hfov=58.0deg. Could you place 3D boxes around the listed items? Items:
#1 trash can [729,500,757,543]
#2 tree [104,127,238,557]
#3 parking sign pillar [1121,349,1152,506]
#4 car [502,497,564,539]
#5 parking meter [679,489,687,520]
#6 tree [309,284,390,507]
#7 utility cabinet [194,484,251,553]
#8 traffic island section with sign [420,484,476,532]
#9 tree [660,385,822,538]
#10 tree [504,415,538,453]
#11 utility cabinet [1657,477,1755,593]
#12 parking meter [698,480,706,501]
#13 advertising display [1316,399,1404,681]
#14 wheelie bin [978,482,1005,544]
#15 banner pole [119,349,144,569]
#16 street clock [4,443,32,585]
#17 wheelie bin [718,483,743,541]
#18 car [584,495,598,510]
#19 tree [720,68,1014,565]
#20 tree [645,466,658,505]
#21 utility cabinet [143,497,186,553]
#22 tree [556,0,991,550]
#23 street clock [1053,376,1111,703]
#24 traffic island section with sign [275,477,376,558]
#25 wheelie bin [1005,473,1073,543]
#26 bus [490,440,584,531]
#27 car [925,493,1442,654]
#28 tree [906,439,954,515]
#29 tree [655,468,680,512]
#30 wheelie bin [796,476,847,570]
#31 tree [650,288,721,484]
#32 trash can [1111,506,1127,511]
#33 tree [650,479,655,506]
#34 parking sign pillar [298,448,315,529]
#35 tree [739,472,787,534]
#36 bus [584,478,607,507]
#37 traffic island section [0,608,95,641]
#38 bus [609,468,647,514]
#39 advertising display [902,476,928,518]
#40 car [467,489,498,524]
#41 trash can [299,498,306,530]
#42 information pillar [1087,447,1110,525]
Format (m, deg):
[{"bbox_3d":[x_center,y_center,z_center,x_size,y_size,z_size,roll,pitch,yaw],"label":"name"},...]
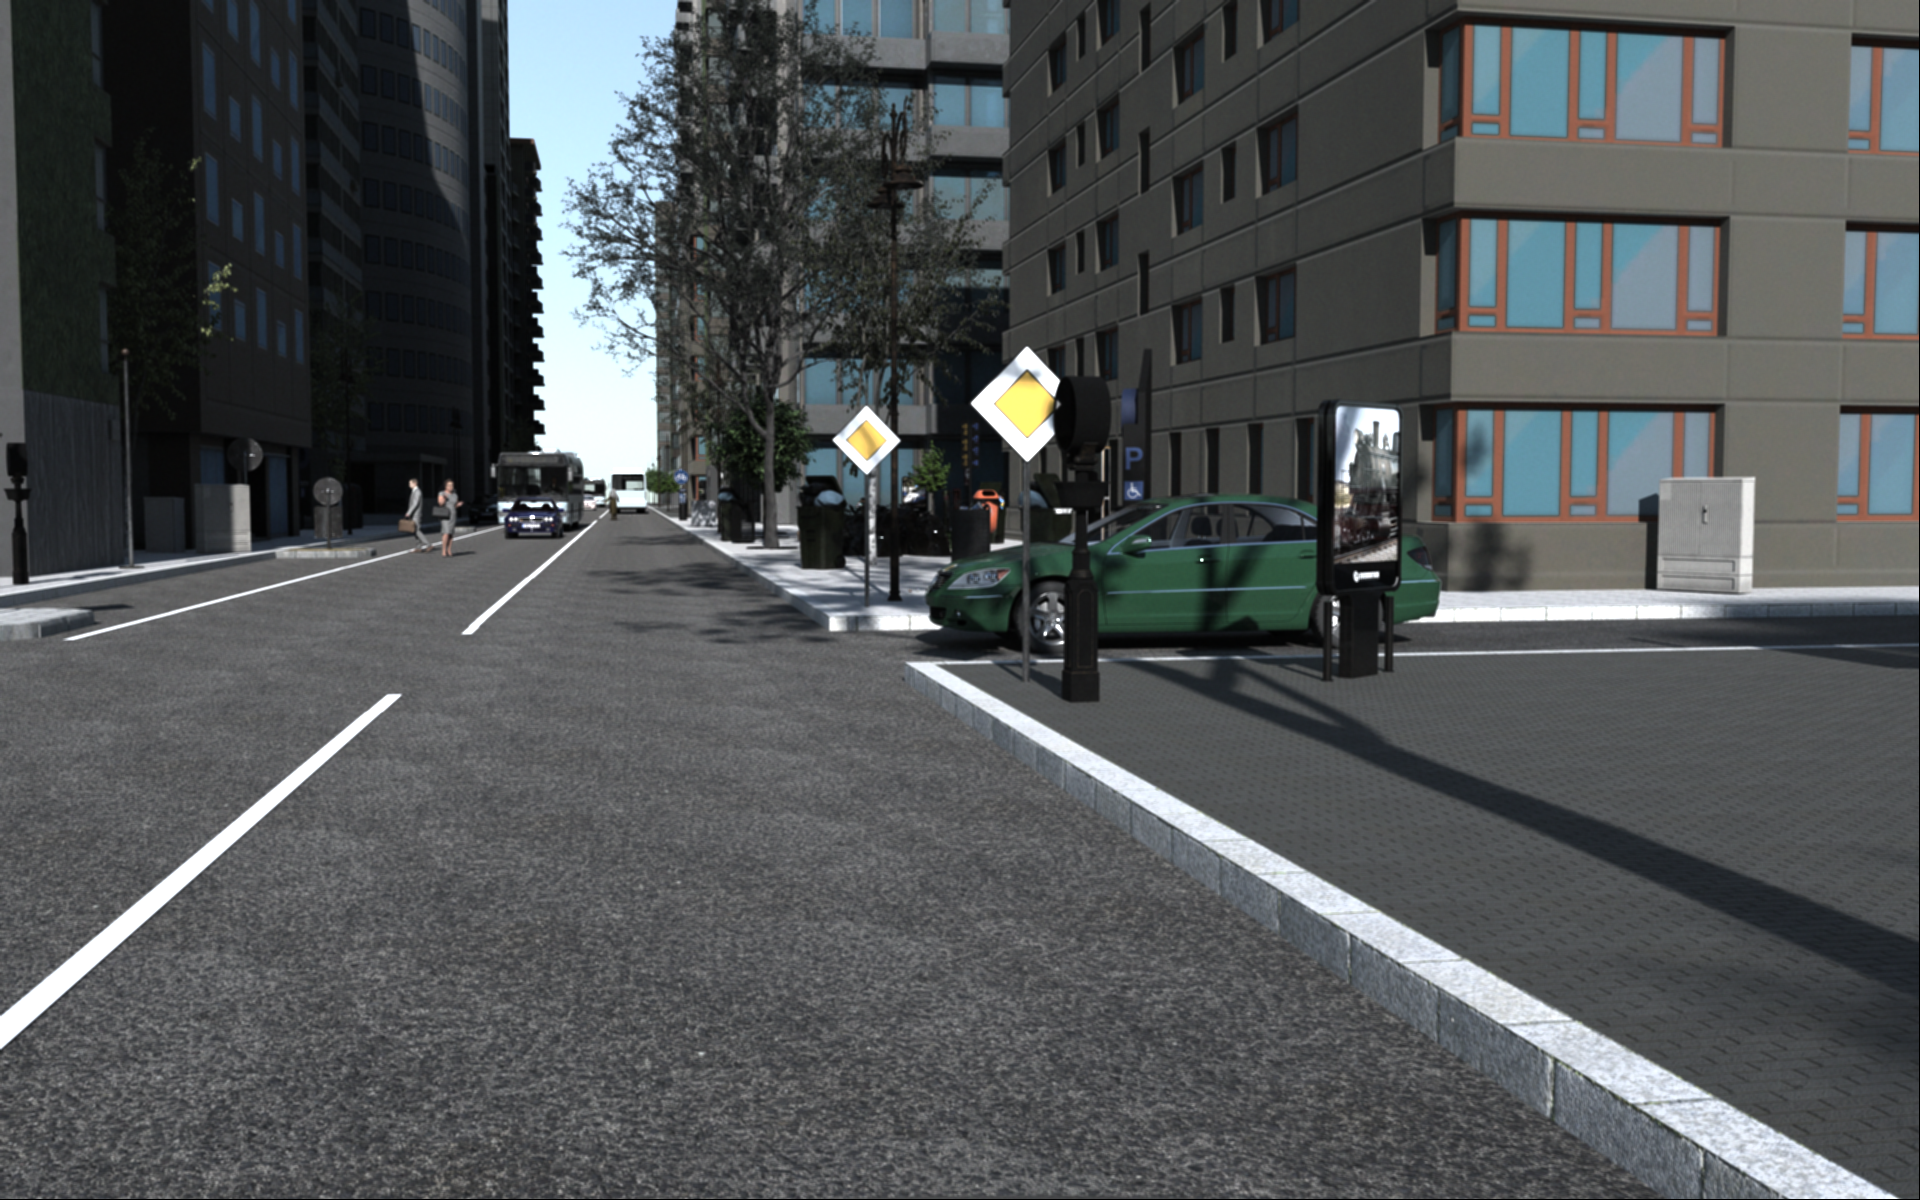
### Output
[{"bbox_3d":[-5.669,-2.057,45.283,0.748,1.137,0.748,0,3,0],"label":"trash can"},{"bbox_3d":[-17.049,-5.203,35.434,4.737,8.622,4.395,0,3,0],"label":"tree"},{"bbox_3d":[3.237,-2.642,31.663,1.447,3.967,1.447,1,4,11],"label":"parking sign pillar"},{"bbox_3d":[-13.933,-2.698,56.689,1.945,1.354,3.894,-1,4,-11],"label":"car"},{"bbox_3d":[-13.535,-4.660,84.596,0.372,1.533,0.369,0,3,0],"label":"parking meter"},{"bbox_3d":[-21.770,-6.701,59.917,4.737,8.622,4.395,0,3,0],"label":"tree"},{"bbox_3d":[-15.984,-1.768,37.580,0.318,1.500,1.173,2,4,30],"label":"utility cabinet"},{"bbox_3d":[-19.602,-3.526,66.273,1.989,1.847,2.006,-1,4,-11],"label":"traffic island section with sign"},{"bbox_3d":[-5.641,-4.093,50.641,4.285,4.588,4.351,0,3,0],"label":"tree"},{"bbox_3d":[-40.446,-12.717,158.286,4.737,8.622,4.395,0,3,0],"label":"tree"},{"bbox_3d":[9.702,-0.850,22.572,0.318,1.500,1.173,-2,4,-34],"label":"utility cabinet"},{"bbox_3d":[-10.712,-4.057,72.037,0.255,1.863,0.399,0,4,5],"label":"parking meter"},{"bbox_3d":[2.808,-0.424,12.146,0.123,1.923,0.974,3,5,43],"label":"advertising display"},{"bbox_3d":[0.786,-2.264,44.927,0.980,1.594,0.693,2,4,30],"label":"wheelie bin"},{"bbox_3d":[-14.441,-2.452,30.107,0.401,3.779,0.863,-1,4,-22],"label":"banner pole"},{"bbox_3d":[-13.358,-1.224,24.577,0.358,2.002,0.471,-2,4,-33],"label":"street clock"},{"bbox_3d":[-6.256,-2.405,47.223,0.693,1.594,0.980,-1,4,-9],"label":"wheelie bin"},{"bbox_3d":[-33.234,-8.646,153.716,2.083,1.381,4.827,-1,4,-12],"label":"car"},{"bbox_3d":[-1.392,-4.940,31.137,4.360,8.622,3.978,0,3,0],"label":"tree"},{"bbox_3d":[-35.112,-13.166,198.969,4.285,4.588,4.351,0,3,0],"label":"tree"},{"bbox_3d":[-17.422,-1.639,37.953,1.020,1.237,0.306,2,4,30],"label":"utility cabinet"},{"bbox_3d":[-4.556,-7.936,40.123,12.009,13.543,11.850,0,3,0],"label":"tree"},{"bbox_3d":[0.749,-0.375,10.703,0.358,2.002,0.471,-1,4,-14],"label":"street clock"},{"bbox_3d":[-14.530,-1.906,39.797,1.989,1.847,2.006,-1,4,-11],"label":"traffic island section with sign"},{"bbox_3d":[1.288,-1.130,26.383,0.693,1.594,0.980,2,4,35],"label":"wheelie bin"},{"bbox_3d":[-16.768,-4.576,69.684,2.948,3.499,13.247,-1,4,-9],"label":"bus"},{"bbox_3d":[2.109,-0.293,16.596,4.920,1.459,2.131,-1,4,-10],"label":"car"},{"bbox_3d":[-1.081,-4.086,61.409,1.663,3.219,1.824,0,3,0],"label":"tree"},{"bbox_3d":[-21.178,-8.085,126.784,1.663,3.219,1.824,0,3,0],"label":"tree"},{"bbox_3d":[-2.360,-1.326,29.587,0.980,1.594,0.693,3,4,36],"label":"wheelie bin"},{"bbox_3d":[-8.580,-6.752,60.750,4.360,8.622,3.978,0,3,0],"label":"tree"},{"bbox_3d":[2.208,-0.574,21.036,0.748,1.137,0.748,0,3,0],"label":"trash can"},{"bbox_3d":[-33.305,-11.962,190.185,1.663,3.219,1.824,0,3,0],"label":"tree"},{"bbox_3d":[-24.281,-4.585,63.432,1.447,3.967,1.447,0,4,5],"label":"parking sign pillar"},{"bbox_3d":[-6.034,-3.745,55.829,1.663,3.219,1.824,0,3,0],"label":"tree"},{"bbox_3d":[-40.169,-11.926,189.849,2.948,3.499,13.247,-1,4,-11],"label":"bus"},{"bbox_3d":[-10.310,0.266,17.926,2.009,0.180,2.903,-1,4,-11],"label":"traffic island section"},{"bbox_3d":[-24.932,-8.272,130.108,2.948,3.499,13.247,-1,4,-11],"label":"bus"},{"bbox_3d":[-1.658,-3.564,63.481,0.974,1.923,0.123,1,4,22],"label":"advertising display"},{"bbox_3d":[-22.665,-4.501,83.376,2.009,1.686,4.222,-1,4,-12],"label":"car"},{"bbox_3d":[-23.744,-3.069,61.833,0.748,1.137,0.748,0,3,0],"label":"trash can"},{"bbox_3d":[2.141,-1.372,26.922,0.304,2.012,0.304,2,4,24],"label":"information pillar"}]
